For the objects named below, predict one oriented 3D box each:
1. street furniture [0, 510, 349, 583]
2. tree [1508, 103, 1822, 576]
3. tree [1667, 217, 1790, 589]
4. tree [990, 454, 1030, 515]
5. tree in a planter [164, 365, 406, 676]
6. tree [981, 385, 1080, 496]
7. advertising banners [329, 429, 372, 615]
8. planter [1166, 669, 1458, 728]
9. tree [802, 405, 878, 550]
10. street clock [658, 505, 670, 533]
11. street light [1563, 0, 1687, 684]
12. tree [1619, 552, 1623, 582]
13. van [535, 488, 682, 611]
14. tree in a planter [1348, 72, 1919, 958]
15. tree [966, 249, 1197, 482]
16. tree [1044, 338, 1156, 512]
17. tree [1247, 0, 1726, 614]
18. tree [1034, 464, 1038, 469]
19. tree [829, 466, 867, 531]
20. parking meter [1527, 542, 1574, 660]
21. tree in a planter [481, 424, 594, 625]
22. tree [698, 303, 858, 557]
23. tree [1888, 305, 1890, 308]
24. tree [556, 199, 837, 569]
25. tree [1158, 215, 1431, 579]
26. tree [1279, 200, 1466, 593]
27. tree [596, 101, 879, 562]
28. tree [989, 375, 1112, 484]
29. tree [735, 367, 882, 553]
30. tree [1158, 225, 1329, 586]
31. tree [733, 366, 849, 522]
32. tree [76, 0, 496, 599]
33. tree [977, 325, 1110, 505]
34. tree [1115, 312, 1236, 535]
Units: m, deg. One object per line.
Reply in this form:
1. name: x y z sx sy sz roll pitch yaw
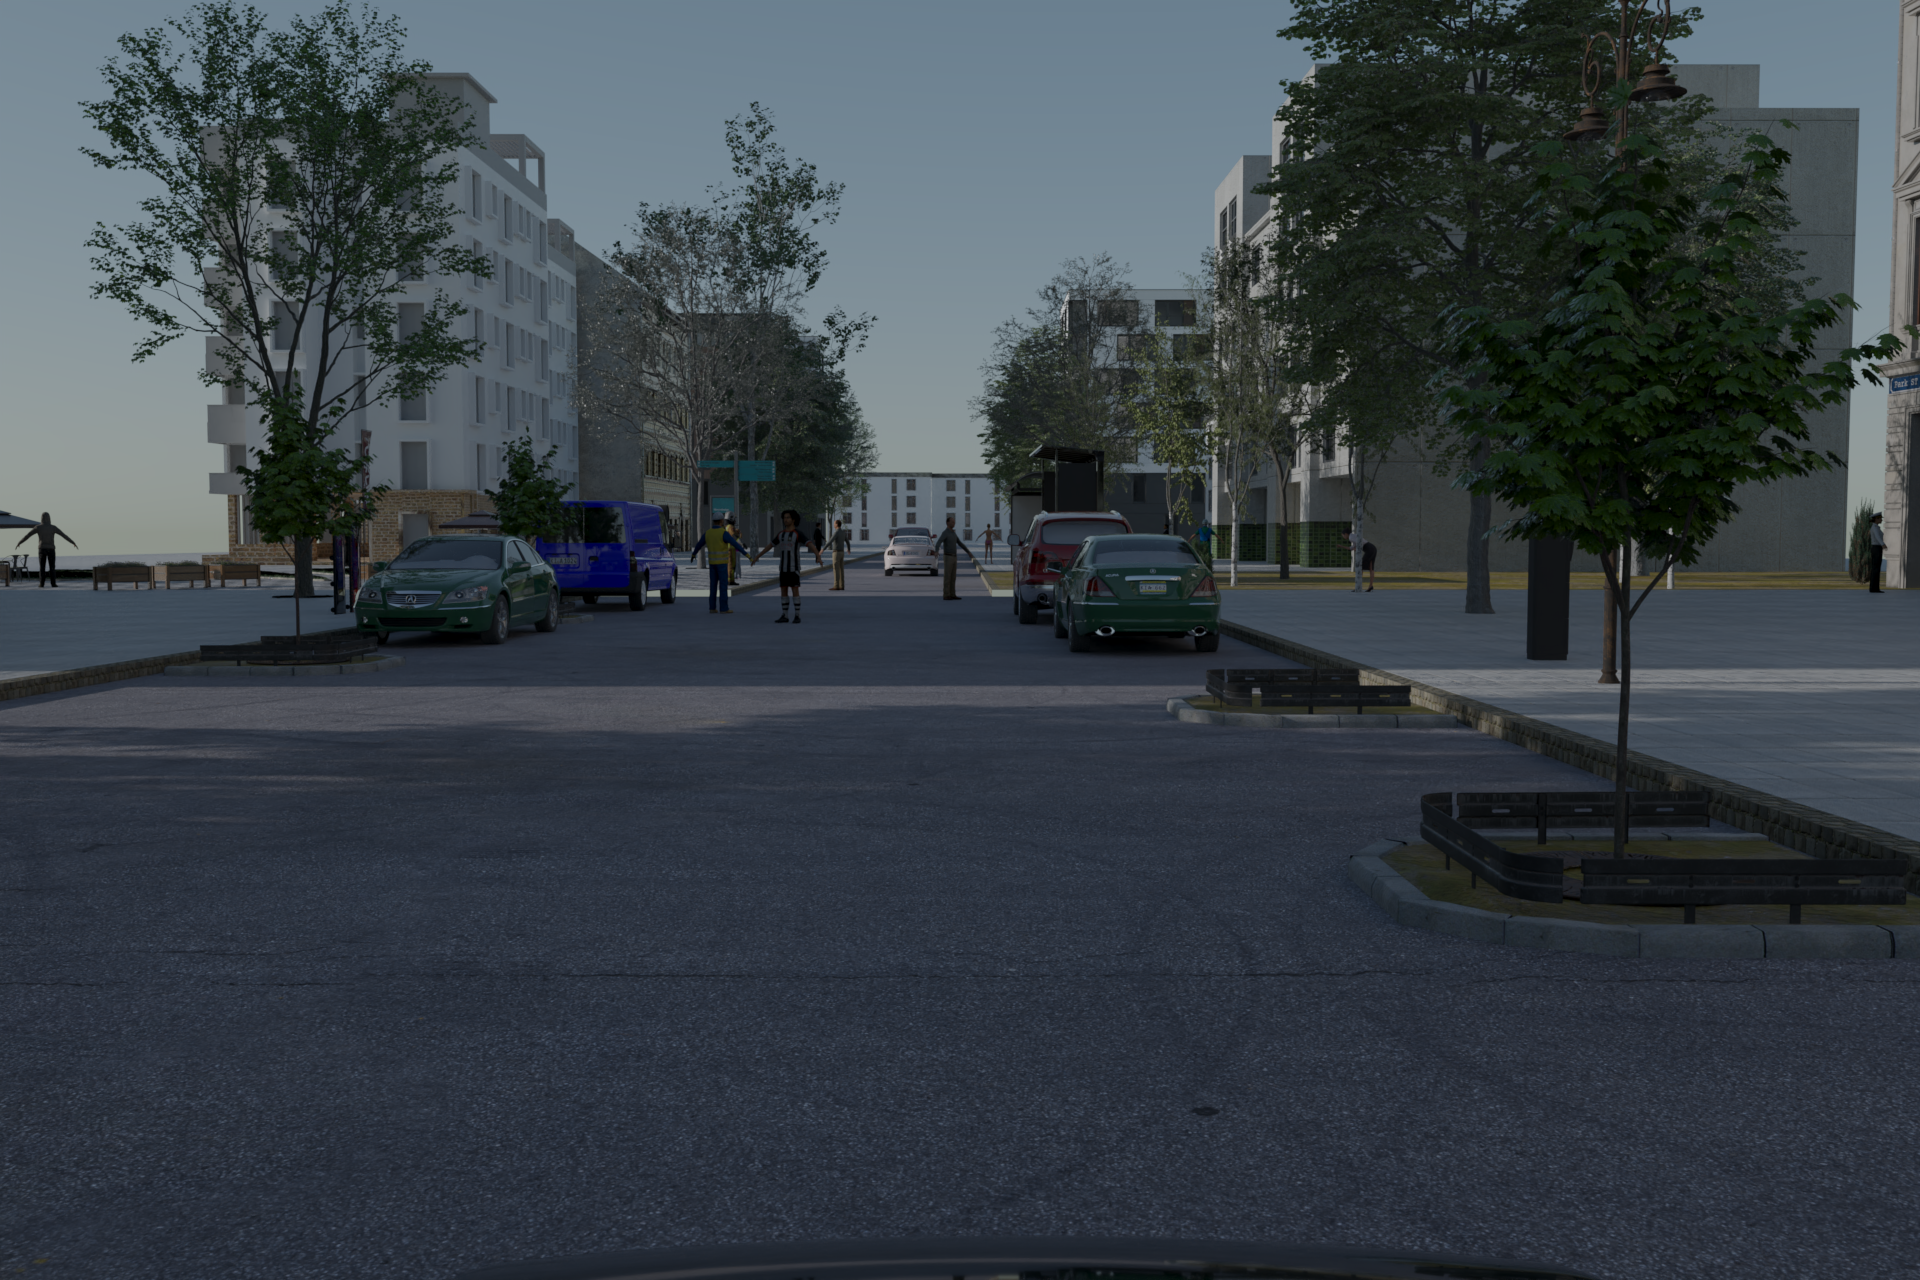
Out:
1. street furniture: -30.862 -2.814 51.039 27.439 1.986 14.083 0 4 -8
2. tree: 20.857 -8.954 53.056 9.857 13.997 8.962 0 3 0
3. tree: 16.662 -5.523 40.668 4.360 8.622 3.978 0 3 0
4. tree: 4.754 -11.860 144.269 4.737 8.622 4.395 0 3 0
5. tree in a planter: -7.070 -1.295 18.403 1.991 3.239 1.994 0 4 0
6. tree: 5.294 -11.682 116.749 9.928 11.665 9.643 0 3 0
7. advertising banners: -9.952 -1.970 28.404 0.090 3.025 2.074 0 4 -1
8. planter: 2.679 0.450 13.778 1.991 0.319 1.994 0 4 0
9. tree: -10.235 -12.892 136.540 9.928 11.665 9.643 0 3 0
10. street clock: -7.367 -2.353 43.045 0.358 2.002 0.471 0 4 1
11. street light: 5.588 -2.565 14.732 0.468 5.910 1.993 0 3 0
12. tree: 17.675 -5.821 45.539 4.737 8.622 4.395 0 3 0
13. van: -6.817 -1.807 33.921 2.240 2.365 5.245 0 4 0
14. tree in a planter: 2.610 -0.583 6.749 1.991 3.239 1.994 0 4 1
15. tree: 5.361 -10.076 75.105 12.009 13.543 11.850 0 3 0
16. tree: 4.919 -7.066 65.894 4.360 8.622 3.978 0 3 0
17. tree: 8.085 -6.683 27.402 7.486 12.596 7.792 0 3 0
18. tree: 5.532 -11.483 138.107 4.737 8.622 4.395 0 3 0
19. tree: -10.697 -11.962 145.948 4.360 8.622 3.978 0 3 0
20. parking meter: 6.016 -0.730 17.646 0.399 1.863 0.255 0 4 0
21. tree in a planter: -7.069 -1.894 28.193 1.991 3.239 1.994 0 4 1
22. tree: -9.994 -11.545 95.421 9.857 13.997 8.962 0 3 0
23. tree: 26.283 -5.797 45.137 4.737 8.622 4.395 0 3 0
24. tree: -9.603 -9.374 63.642 12.009 13.543 11.850 0 3 0
25. tree: 9.441 -7.033 49.405 8.767 10.594 7.601 2 4 27
26. tree: 8.521 -5.347 37.781 4.360 8.622 3.978 0 3 0
27. tree: -10.139 -13.622 78.615 12.611 20.169 13.585 0 3 0
28. tree: 5.621 -11.060 106.581 9.928 11.665 9.643 0 3 0
29. tree: -10.288 -12.634 116.934 12.009 13.543 11.850 0 3 0
30. tree: 6.498 -5.621 42.258 4.360 8.622 3.978 0 3 0
31. tree: -10.833 -11.489 105.979 7.486 12.596 7.792 0 3 0
32. tree: -13.210 -6.644 34.389 9.928 11.665 9.643 0 3 0
33. tree: 4.504 -10.789 94.521 7.486 12.596 7.792 0 3 0
34. tree: 7.368 -6.599 58.264 4.737 8.622 4.395 0 3 0
